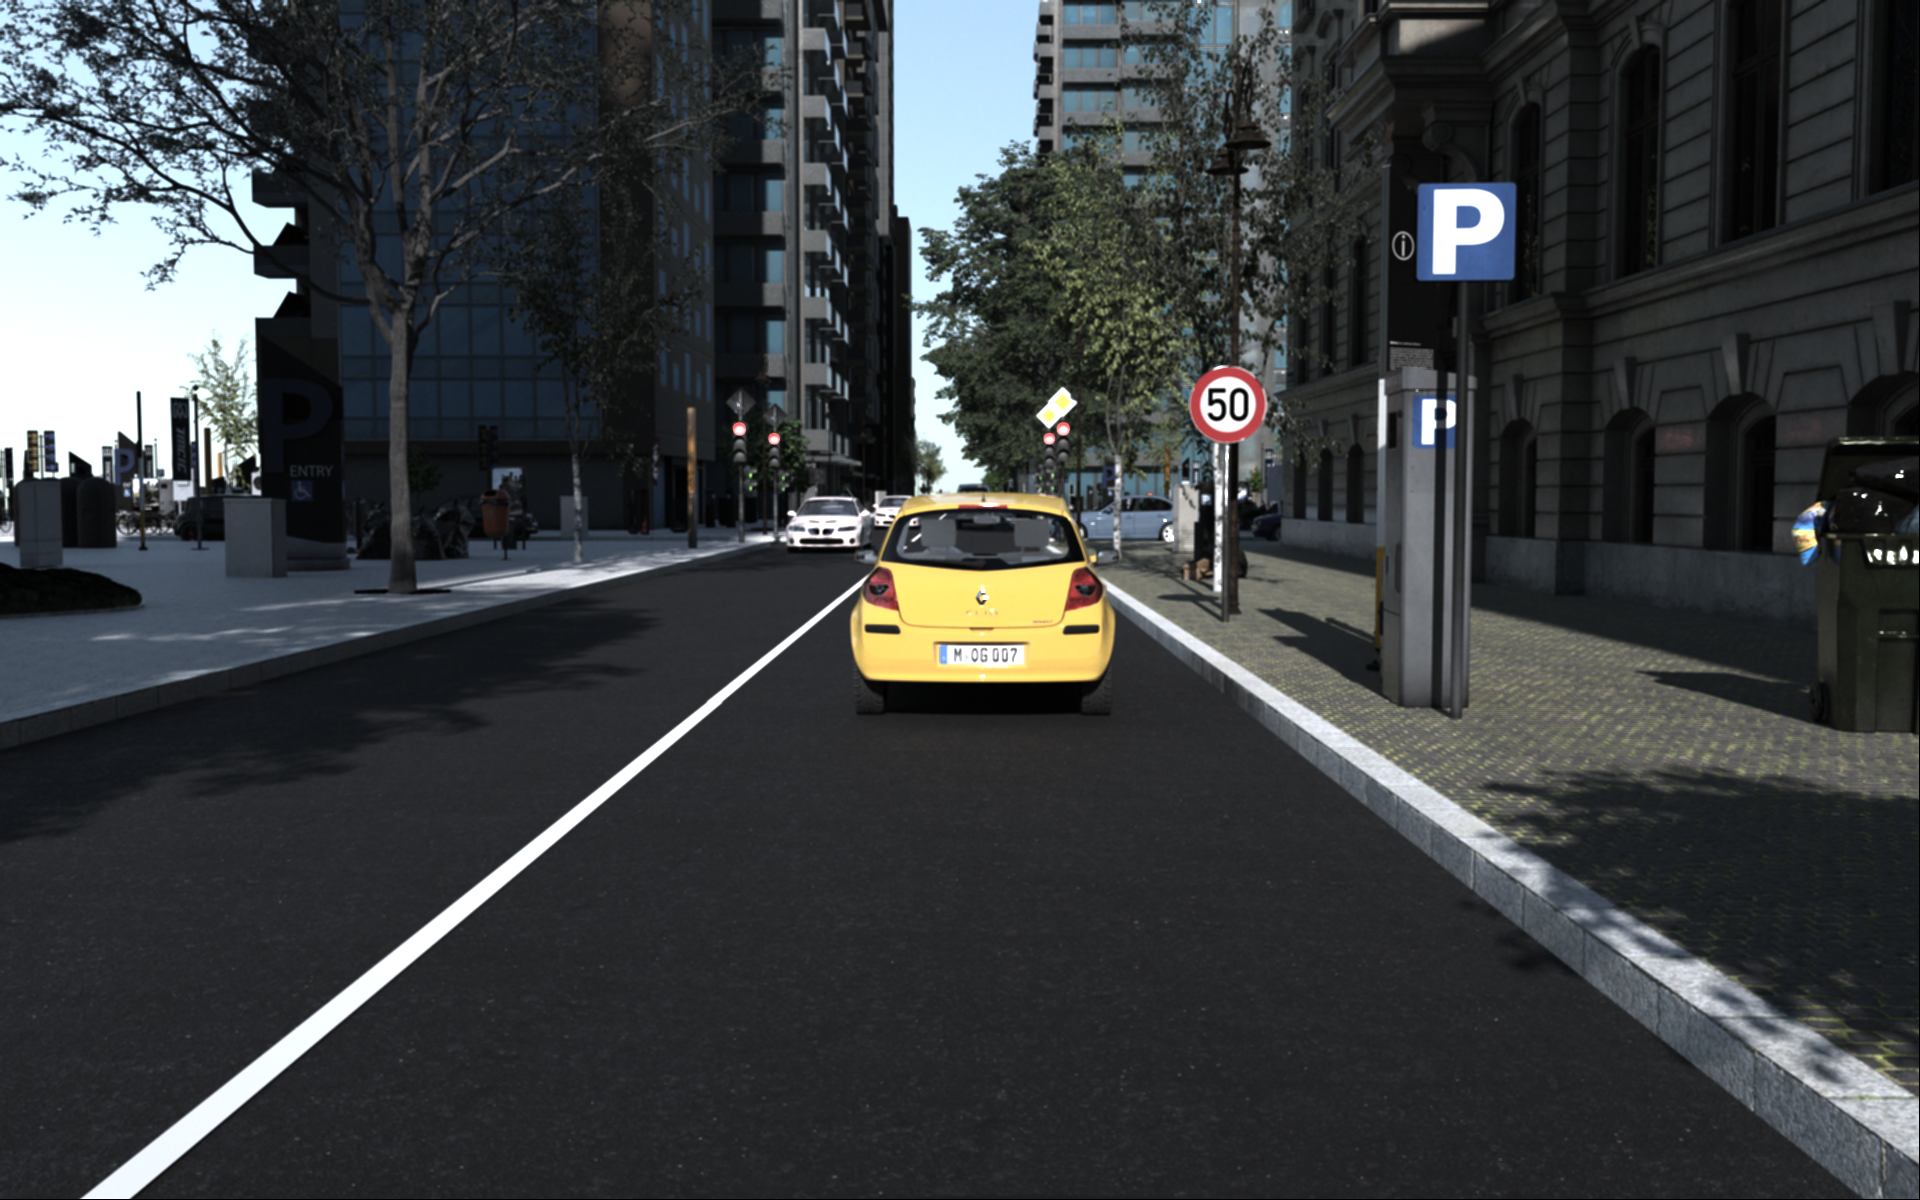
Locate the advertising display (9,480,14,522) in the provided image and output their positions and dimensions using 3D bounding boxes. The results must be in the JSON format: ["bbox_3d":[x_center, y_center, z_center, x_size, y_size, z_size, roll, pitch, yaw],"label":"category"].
[{"bbox_3d":[-44.249,-4.622,80.787,0.123,1.923,0.974,-2,4,-25],"label":"advertising display"}]

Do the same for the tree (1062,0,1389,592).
[{"bbox_3d":[3.381,-4.398,22.271,4.360,8.622,3.978,0,3,0],"label":"tree"}]

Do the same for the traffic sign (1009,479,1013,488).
[{"bbox_3d":[3.625,-7.075,117.803,0.606,2.300,0.079,0,4,1],"label":"traffic sign"}]

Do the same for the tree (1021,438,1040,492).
[{"bbox_3d":[4.890,-11.071,131.372,4.360,8.622,3.978,0,3,0],"label":"tree"}]

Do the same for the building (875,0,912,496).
[{"bbox_3d":[-16.725,-48.060,224.031,20.563,71.187,20.611,0,4,0],"label":"building"}]

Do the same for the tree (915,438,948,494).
[{"bbox_3d":[-5.566,-21.557,286.871,8.767,10.594,7.601,3,4,36],"label":"tree"}]

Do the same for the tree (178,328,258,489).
[{"bbox_3d":[-32.660,-7.795,77.804,4.737,8.622,4.395,0,3,0],"label":"tree"}]

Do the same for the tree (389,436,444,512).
[{"bbox_3d":[-18.169,-3.883,58.095,1.663,3.219,1.824,0,3,0],"label":"tree"}]

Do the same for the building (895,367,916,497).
[{"bbox_3d":[-20.724,-24.807,250.625,27.650,21.520,28.899,0,4,0],"label":"building"}]

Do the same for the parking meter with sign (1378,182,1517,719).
[{"bbox_3d":[2.896,-0.879,10.635,0.543,3.016,1.738,0,4,4],"label":"parking meter with sign"}]

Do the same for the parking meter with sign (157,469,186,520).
[{"bbox_3d":[-39.162,-5.459,85.512,1.738,3.016,0.543,0,4,-7],"label":"parking meter with sign"}]

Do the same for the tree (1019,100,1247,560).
[{"bbox_3d":[3.295,-5.079,33.402,4.737,8.622,4.395,0,3,0],"label":"tree"}]

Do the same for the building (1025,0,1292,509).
[{"bbox_3d":[17.914,-32.800,155.881,23.786,49.044,30.456,0,4,0],"label":"building"}]

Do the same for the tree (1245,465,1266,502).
[{"bbox_3d":[19.030,-7.096,110.613,1.663,3.219,1.824,0,3,0],"label":"tree"}]

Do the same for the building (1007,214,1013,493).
[{"bbox_3d":[13.746,-34.688,250.748,14.154,41.232,14.086,0,4,0],"label":"building"}]

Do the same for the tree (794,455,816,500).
[{"bbox_3d":[-7.022,-4.663,70.835,1.663,3.219,1.824,0,3,0],"label":"tree"}]

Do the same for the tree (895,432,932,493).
[{"bbox_3d":[-6.097,-15.586,205.195,4.737,8.622,4.395,0,3,0],"label":"tree"}]

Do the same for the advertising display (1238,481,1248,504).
[{"bbox_3d":[14.141,-5.045,87.703,0.974,1.923,0.123,3,4,38],"label":"advertising display"}]

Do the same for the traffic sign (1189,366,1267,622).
[{"bbox_3d":[2.663,-1.052,17.301,0.768,2.556,0.104,0,4,3],"label":"traffic sign"}]

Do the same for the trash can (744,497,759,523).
[{"bbox_3d":[-9.194,-3.931,75.931,0.748,1.137,0.748,0,3,0],"label":"trash can"}]

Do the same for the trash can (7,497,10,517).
[{"bbox_3d":[-53.068,-5.227,97.120,0.748,1.137,0.748,0,3,0],"label":"trash can"}]

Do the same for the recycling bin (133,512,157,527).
[{"bbox_3d":[-32.095,-3.404,68.202,0.722,1.027,0.722,-3,4,-36],"label":"recycling bin"}]

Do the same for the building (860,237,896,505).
[{"bbox_3d":[-14.555,-25.773,193.092,14.160,30.474,14.107,0,4,0],"label":"building"}]

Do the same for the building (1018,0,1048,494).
[{"bbox_3d":[17.441,-53.379,185.411,22.319,86.520,31.000,0,4,0],"label":"building"}]

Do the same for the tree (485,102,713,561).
[{"bbox_3d":[-7.086,-5.037,32.714,4.360,8.622,3.978,0,3,0],"label":"tree"}]

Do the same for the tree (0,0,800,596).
[{"bbox_3d":[-7.260,-6.836,22.134,12.009,13.543,11.850,0,3,0],"label":"tree"}]

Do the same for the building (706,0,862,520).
[{"bbox_3d":[-18.085,-29.284,98.399,23.786,49.044,30.456,0,4,0],"label":"building"}]

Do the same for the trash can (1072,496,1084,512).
[{"bbox_3d":[7.062,-5.615,103.453,0.748,1.137,0.748,0,3,0],"label":"trash can"}]

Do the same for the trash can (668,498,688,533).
[{"bbox_3d":[-9.327,-2.809,57.580,0.748,1.137,0.748,0,3,0],"label":"trash can"}]

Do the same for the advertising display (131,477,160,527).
[{"bbox_3d":[-31.485,-3.776,66.959,0.974,1.923,0.123,-2,4,-34],"label":"advertising display"}]

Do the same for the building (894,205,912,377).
[{"bbox_3d":[-14.690,-37.998,271.371,14.600,45.320,14.200,0,4,0],"label":"building"}]

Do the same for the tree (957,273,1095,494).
[{"bbox_3d":[3.260,-10.221,85.233,7.486,12.596,7.792,0,3,0],"label":"tree"}]

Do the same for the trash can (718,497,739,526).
[{"bbox_3d":[-9.534,-3.605,70.591,0.748,1.137,0.748,0,3,0],"label":"trash can"}]

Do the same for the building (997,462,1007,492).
[{"bbox_3d":[12.944,-31.157,281.121,14.160,30.474,14.107,0,4,0],"label":"building"}]

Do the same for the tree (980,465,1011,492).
[{"bbox_3d":[4.281,-12.894,194.522,4.285,4.588,4.351,0,3,0],"label":"tree"}]

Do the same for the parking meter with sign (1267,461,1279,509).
[{"bbox_3d":[16.785,-5.914,92.961,0.543,3.016,1.738,1,4,21],"label":"parking meter with sign"}]

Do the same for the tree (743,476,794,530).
[{"bbox_3d":[-7.076,-4.152,62.488,1.663,3.219,1.824,0,3,0],"label":"tree"}]

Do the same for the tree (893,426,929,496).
[{"bbox_3d":[-5.361,-14.518,187.739,4.360,8.622,3.978,0,3,0],"label":"tree"}]

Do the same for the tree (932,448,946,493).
[{"bbox_3d":[-4.608,-19.482,268.885,4.737,8.622,4.395,0,3,0],"label":"tree"}]

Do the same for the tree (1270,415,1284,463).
[{"bbox_3d":[23.947,-10.570,123.183,4.737,8.622,4.395,0,3,0],"label":"tree"}]

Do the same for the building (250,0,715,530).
[{"bbox_3d":[-17.521,-25.473,66.598,14.600,45.320,14.200,0,4,0],"label":"building"}]

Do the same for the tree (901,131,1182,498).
[{"bbox_3d":[3.132,-9.415,60.594,9.857,13.997,8.962,0,3,0],"label":"tree"}]

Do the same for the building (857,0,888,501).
[{"bbox_3d":[-21.960,-35.611,171.480,28.713,52.752,27.495,0,4,0],"label":"building"}]

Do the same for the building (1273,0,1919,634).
[{"bbox_3d":[13.098,-12.640,25.743,14.460,24.649,34.723,0,4,0],"label":"building"}]

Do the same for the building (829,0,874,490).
[{"bbox_3d":[-18.671,-29.905,143.574,22.147,44.769,28.867,0,4,0],"label":"building"}]

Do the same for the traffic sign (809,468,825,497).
[{"bbox_3d":[-5.636,-4.044,68.249,0.606,2.300,0.079,0,4,4],"label":"traffic sign"}]

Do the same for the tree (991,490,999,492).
[{"bbox_3d":[4.411,-13.306,212.156,1.663,3.219,1.824,0,3,0],"label":"tree"}]

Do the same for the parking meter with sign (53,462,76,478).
[{"bbox_3d":[-49.037,-6.021,94.708,1.738,3.016,0.543,2,4,30],"label":"parking meter with sign"}]

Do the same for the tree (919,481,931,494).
[{"bbox_3d":[-5.367,-15.878,254.201,1.663,3.219,1.824,0,3,0],"label":"tree"}]

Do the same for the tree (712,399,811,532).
[{"bbox_3d":[-6.813,-4.647,59.696,4.285,4.588,4.351,0,3,0],"label":"tree"}]

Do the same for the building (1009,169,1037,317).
[{"bbox_3d":[17.471,-35.134,229.071,22.147,44.769,28.867,0,4,0],"label":"building"}]

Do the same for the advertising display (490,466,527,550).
[{"bbox_3d":[-10.443,-2.133,40.089,0.974,1.923,0.123,2,4,26],"label":"advertising display"}]
